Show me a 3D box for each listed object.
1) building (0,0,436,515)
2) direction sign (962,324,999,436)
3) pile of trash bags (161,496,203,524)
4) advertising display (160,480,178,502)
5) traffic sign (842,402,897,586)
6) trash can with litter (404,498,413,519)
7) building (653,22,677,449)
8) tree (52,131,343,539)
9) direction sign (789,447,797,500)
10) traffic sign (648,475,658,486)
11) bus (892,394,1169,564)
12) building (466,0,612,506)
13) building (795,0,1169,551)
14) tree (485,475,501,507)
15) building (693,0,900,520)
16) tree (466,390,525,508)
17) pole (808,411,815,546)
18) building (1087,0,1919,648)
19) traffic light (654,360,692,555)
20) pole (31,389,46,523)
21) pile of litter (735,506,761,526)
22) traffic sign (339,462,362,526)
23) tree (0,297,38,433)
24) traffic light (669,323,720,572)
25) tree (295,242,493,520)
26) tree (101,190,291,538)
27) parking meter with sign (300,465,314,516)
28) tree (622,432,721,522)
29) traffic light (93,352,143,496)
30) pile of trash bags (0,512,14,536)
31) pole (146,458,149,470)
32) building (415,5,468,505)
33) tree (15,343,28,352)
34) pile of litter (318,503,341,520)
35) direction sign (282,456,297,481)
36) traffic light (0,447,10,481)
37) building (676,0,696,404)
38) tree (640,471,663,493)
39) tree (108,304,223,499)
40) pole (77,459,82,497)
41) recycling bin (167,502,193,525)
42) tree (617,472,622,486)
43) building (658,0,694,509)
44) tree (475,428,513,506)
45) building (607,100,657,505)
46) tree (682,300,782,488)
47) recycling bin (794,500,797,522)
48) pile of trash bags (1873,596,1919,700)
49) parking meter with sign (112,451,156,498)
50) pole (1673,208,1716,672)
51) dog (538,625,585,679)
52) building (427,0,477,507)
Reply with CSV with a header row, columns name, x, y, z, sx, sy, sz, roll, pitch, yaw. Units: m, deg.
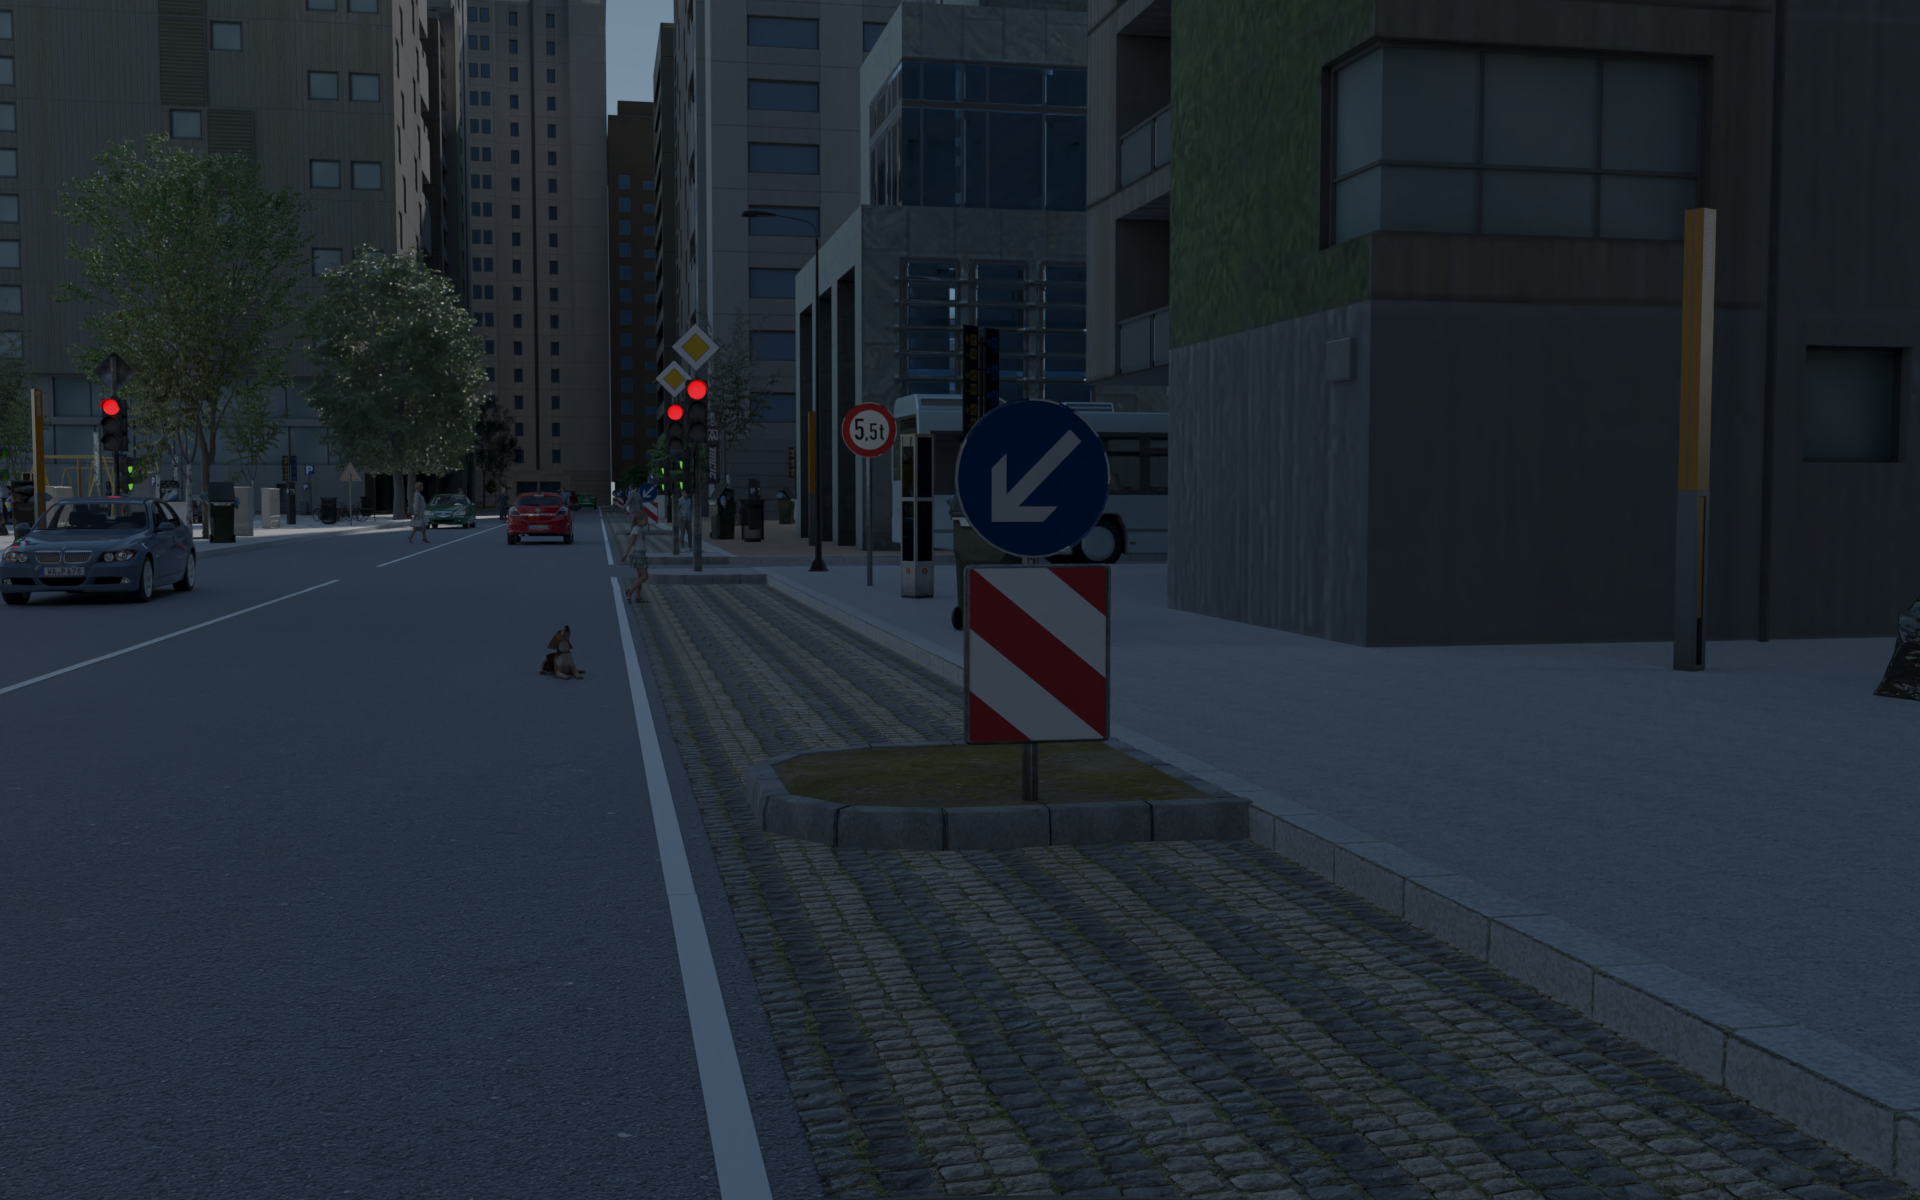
name,x,y,z,sx,sy,sz,roll,pitch,yaw
building,-50.964,-32.314,117.577,28.713,52.752,27.495,-1,4,-12
direction sign,0.285,-1.929,23.536,0.379,3.537,0.876,2,4,33
pile of trash bags,-33.574,-3.928,73.981,1.912,1.369,3.447,1,4,12
advertising display,-37.077,-4.648,81.201,0.123,1.923,0.974,2,4,24
traffic sign,-1.259,-1.469,24.124,0.768,2.556,0.104,0,4,-2
trash can with litter,-28.350,-4.704,88.295,0.624,1.170,1.055,1,4,8
building,-19.552,-33.688,174.498,21.300,48.544,21.600,-1,4,-12
tree,-21.688,-7.579,49.670,9.928,11.665,9.643,0,3,0
direction sign,-7.948,-5.622,83.920,0.379,3.537,0.876,3,5,44
traffic sign,-18.407,-6.377,104.375,0.768,2.556,0.104,0,4,-3
bus,5.391,-2.406,34.198,13.247,3.499,2.948,-1,4,-13
building,-55.080,-40.279,200.554,28.212,58.520,21.231,-1,4,-12
building,10.690,-45.116,50.325,31.000,86.520,22.319,-1,4,-12
tree,-46.500,-10.855,172.085,1.663,3.219,1.824,0,3,0
building,-4.528,-34.018,98.193,21.231,58.520,28.212,-1,4,-12
tree,-42.345,-13.484,154.869,8.767,10.594,7.601,3,5,44
pole,-3.655,-2.991,42.752,0.158,3.312,0.155,0,3,0
building,8.851,-20.656,21.324,14.154,41.232,14.086,-1,4,-12
traffic light,-6.012,-2.906,36.436,0.839,4.253,0.868,-1,4,-12
pole,-17.917,-2.438,33.703,0.158,3.312,0.155,0,3,0
pile of litter,-8.921,-3.462,70.562,1.719,0.858,1.176,-1,4,-13
traffic sign,-24.604,-4.276,69.917,0.884,2.594,0.081,0,4,-7
tree,-36.354,-6.977,64.429,4.360,8.622,3.978,0,3,0
traffic light,-4.371,-2.428,28.620,0.839,4.253,0.868,-1,4,-12
tree,-28.189,-10.991,86.350,9.857,13.997,8.962,0,3,0
tree,-18.955,-5.628,42.380,4.737,8.622,4.395,0,3,0
parking meter with sign,-39.318,-6.602,104.207,0.543,3.016,1.738,0,4,-7
tree,-12.694,-5.855,79.436,4.285,4.588,4.351,0,3,0
traffic light,-16.639,-2.769,34.196,0.839,4.253,0.868,-1,4,-12
pile of trash bags,-30.211,-2.673,53.464,1.912,1.369,3.447,1,4,21
pole,-43.905,-6.109,93.725,0.158,3.312,0.155,0,3,0
building,-47.957,-27.920,140.092,14.154,41.232,14.086,-1,4,-12
tree,-44.436,-7.923,79.905,4.737,8.622,4.395,0,3,0
pile of litter,-31.535,-4.454,86.787,1.176,0.858,1.719,1,4,12
direction sign,-39.497,-6.734,102.090,0.876,3.537,0.379,0,4,3
traffic light,-14.999,-2.291,26.381,0.839,4.253,0.868,-1,4,-12
building,-7.156,-33.107,130.538,28.713,52.752,27.495,-1,4,-12
tree,-24.876,-8.825,138.897,1.663,3.219,1.824,0,3,0
tree,-30.544,-7.075,66.031,4.360,8.622,3.978,0,3,0
pole,-50.977,-6.510,100.288,0.158,3.312,0.155,0,3,0
recycling bin,-25.339,-2.657,55.999,0.722,1.027,0.722,2,4,33
tree,-31.315,-11.251,167.668,4.285,4.588,4.351,0,3,0
building,-16.639,-43.707,152.857,20.563,71.187,20.611,-1,4,-12
tree,-47.705,-13.907,177.737,4.737,8.622,4.395,0,3,0
building,-33.540,-33.728,201.558,14.200,45.320,14.600,-1,4,-12
tree,-8.919,-7.103,66.494,4.360,8.622,3.978,0,3,0
recycling bin,-7.208,-4.039,78.597,0.722,1.027,0.722,-3,5,-43
pile of trash bags,7.632,-0.090,11.220,3.447,1.369,1.912,-2,4,-34
parking meter with sign,-27.317,-3.772,57.931,1.738,3.016,0.543,0,4,-2
pole,5.306,-1.141,12.506,0.158,3.312,0.155,0,3,0
dog,-3.101,0.395,13.734,0.550,0.427,0.748,1,4,16
building,-58.392,-44.528,166.289,20.611,71.187,20.563,-1,4,-12
